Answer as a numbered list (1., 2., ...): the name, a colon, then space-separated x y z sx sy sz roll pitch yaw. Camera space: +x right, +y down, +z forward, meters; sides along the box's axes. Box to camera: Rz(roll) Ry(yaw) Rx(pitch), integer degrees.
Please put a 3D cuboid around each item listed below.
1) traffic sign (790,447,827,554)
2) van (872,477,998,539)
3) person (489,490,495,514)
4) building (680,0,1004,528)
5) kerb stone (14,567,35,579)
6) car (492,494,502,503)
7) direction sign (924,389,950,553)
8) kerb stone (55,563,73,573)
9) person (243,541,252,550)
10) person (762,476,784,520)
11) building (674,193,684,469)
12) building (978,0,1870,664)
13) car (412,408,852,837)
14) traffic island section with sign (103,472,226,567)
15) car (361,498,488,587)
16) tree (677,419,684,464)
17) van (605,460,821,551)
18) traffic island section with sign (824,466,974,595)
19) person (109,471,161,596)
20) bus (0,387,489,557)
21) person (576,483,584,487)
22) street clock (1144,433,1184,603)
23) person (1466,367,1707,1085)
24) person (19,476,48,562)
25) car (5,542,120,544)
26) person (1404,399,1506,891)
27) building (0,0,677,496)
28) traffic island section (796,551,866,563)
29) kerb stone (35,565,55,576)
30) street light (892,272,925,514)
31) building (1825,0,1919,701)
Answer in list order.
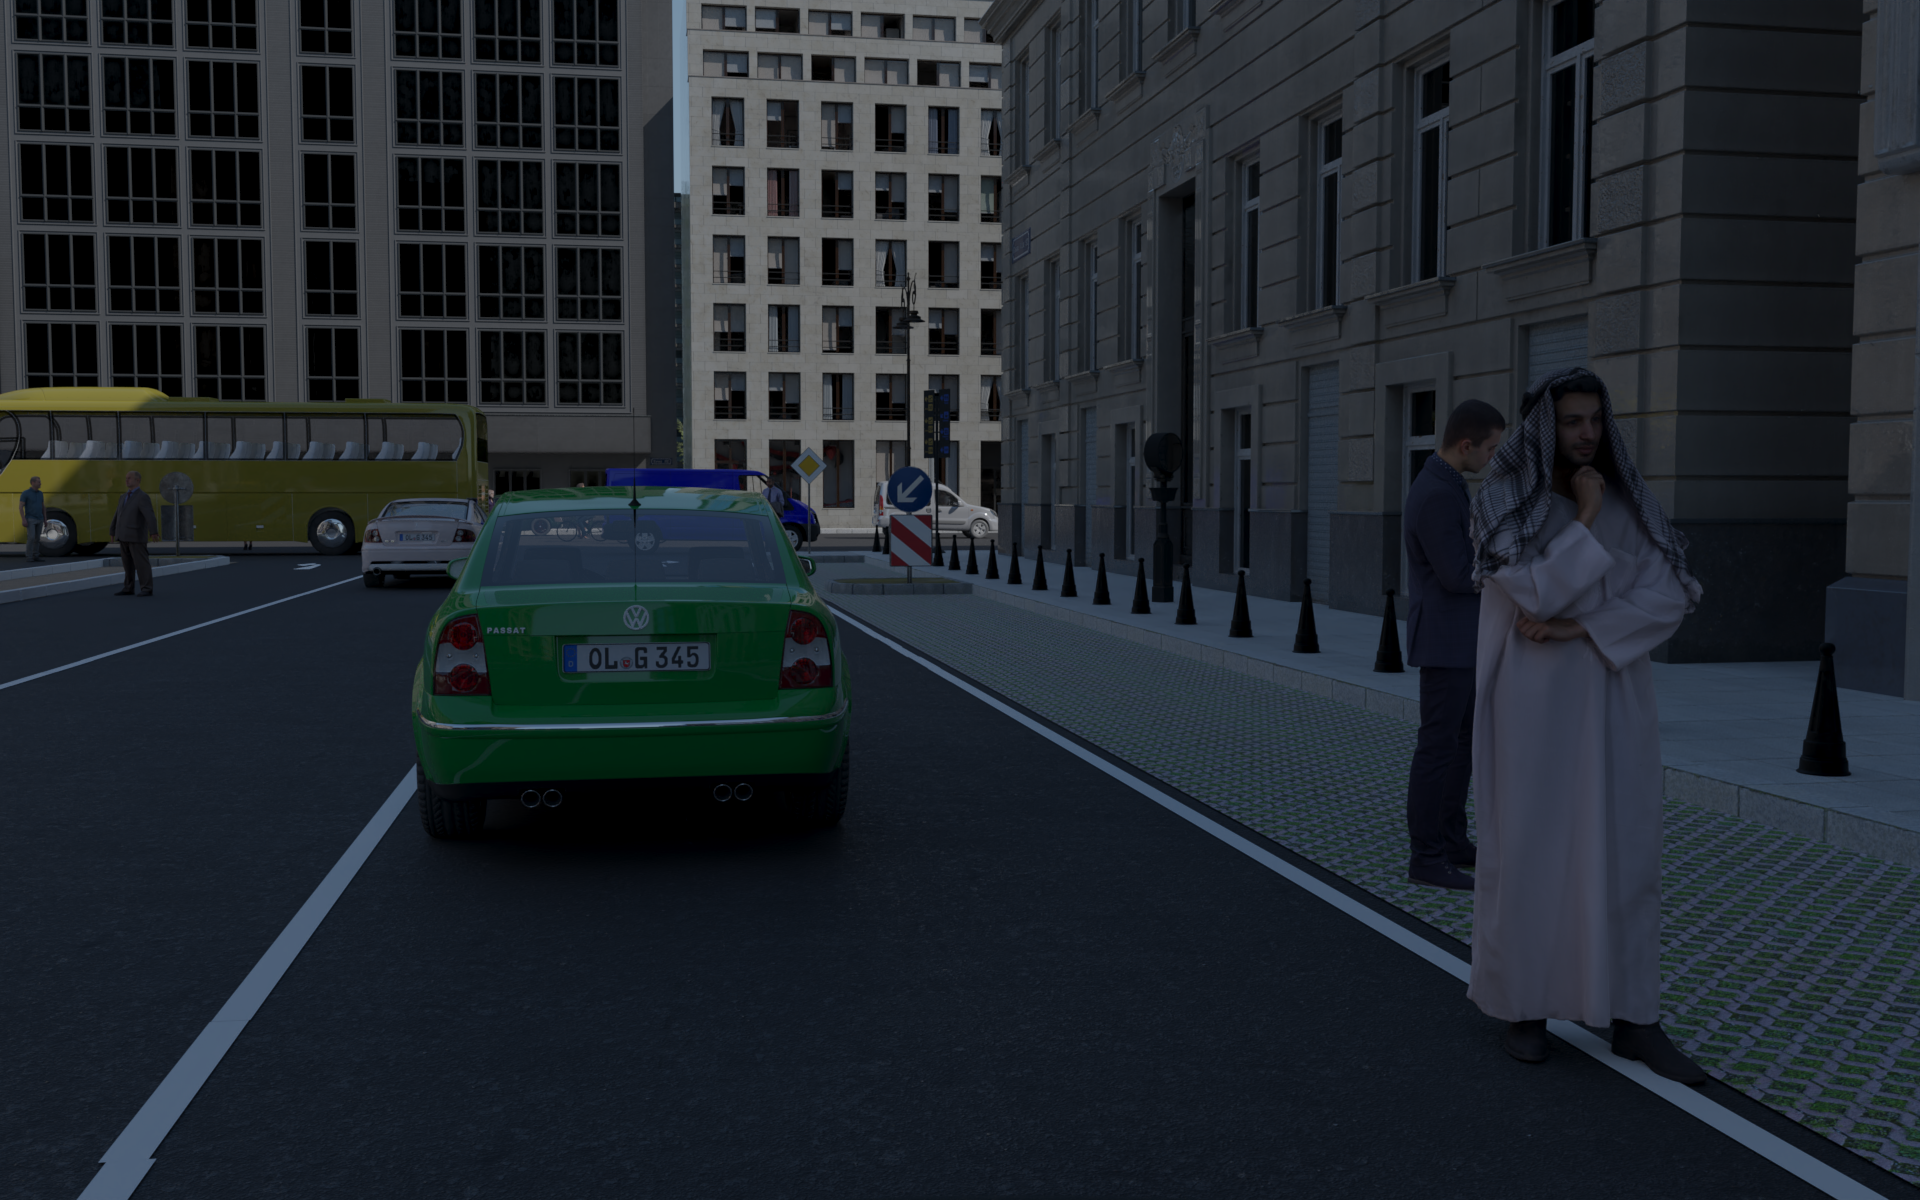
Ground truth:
1. traffic sign: -3.238 -2.049 37.142 0.795 2.450 0.064 -1 4 -11
2. van: -0.784 -3.010 56.227 4.112 2.044 2.013 -1 4 -10
3. person: -13.501 -2.385 49.703 0.569 1.553 0.471 -3 5 -44
4. building: -2.547 -13.155 69.843 16.860 20.320 10.420 -1 4 -11
5. kerb stone: -16.001 -0.441 29.429 0.120 0.150 1.000 -1 4 -11
6. car: -15.823 -3.045 59.573 4.222 1.686 2.009 -1 4 -12
7. direction sign: -0.501 -2.787 37.572 0.379 3.537 0.876 -3 5 -40
8. kerb stone: -16.378 -0.564 31.449 0.120 0.150 1.000 -1 4 -11
9. person: -18.259 -1.991 44.285 0.421 1.427 0.697 -3 5 -41
10. person: -4.422 -1.935 40.000 0.709 1.838 0.599 1 4 23
11. building: -37.941 -33.318 228.342 14.086 41.232 14.154 -1 4 -11
12. building: 8.611 -13.939 25.172 12.463 27.353 25.104 -1 4 -11
13. car: -1.633 0.005 8.716 1.959 1.807 4.718 -1 4 -11
14. traffic island section with sign: -15.998 -1.645 35.036 2.006 1.907 1.989 -1 4 -11
15. car: -8.476 -0.963 28.100 2.083 1.381 4.827 -1 4 -10
16. tree: -19.512 -11.100 131.848 4.737 8.622 4.395 0 3 0
17. van: -6.011 -2.293 41.880 5.245 2.365 2.240 -1 4 -13
18. traffic island section with sign: -0.956 -1.027 25.415 1.989 1.847 2.006 -1 4 -11
19. person: -11.634 -0.936 24.355 0.990 1.755 0.434 2 4 30
20. bus: -17.547 -3.014 40.831 12.252 3.916 2.896 -1 4 -9
21. person: -11.986 -2.843 55.346 0.532 1.782 0.716 -2 4 -33
22. street clock: 2.408 -0.975 20.510 0.471 2.002 0.358 -3 5 -43
23. person: 1.529 0.294 4.358 0.551 1.740 0.621 -1 4 -21
24. person: -19.568 -1.712 36.623 0.434 1.807 0.598 2 4 31
25. car: -25.837 -2.543 50.367 4.718 1.807 1.959 -1 4 -9
26. person: 1.906 0.161 6.320 0.568 1.767 0.683 1 4 16
27. building: -23.257 -16.730 67.042 24.014 27.812 14.314 -1 4 -11
28. traffic island section: -3.217 -0.914 37.224 2.009 0.180 2.903 -1 4 -11
29. kerb stone: -16.185 -0.503 30.442 0.120 0.150 1.000 -1 4 -11
30. street light: -1.076 -3.882 36.263 0.468 5.910 1.993 -1 4 -11
31. building: 13.723 -13.240 2.380 13.634 28.700 20.117 -1 4 -11
